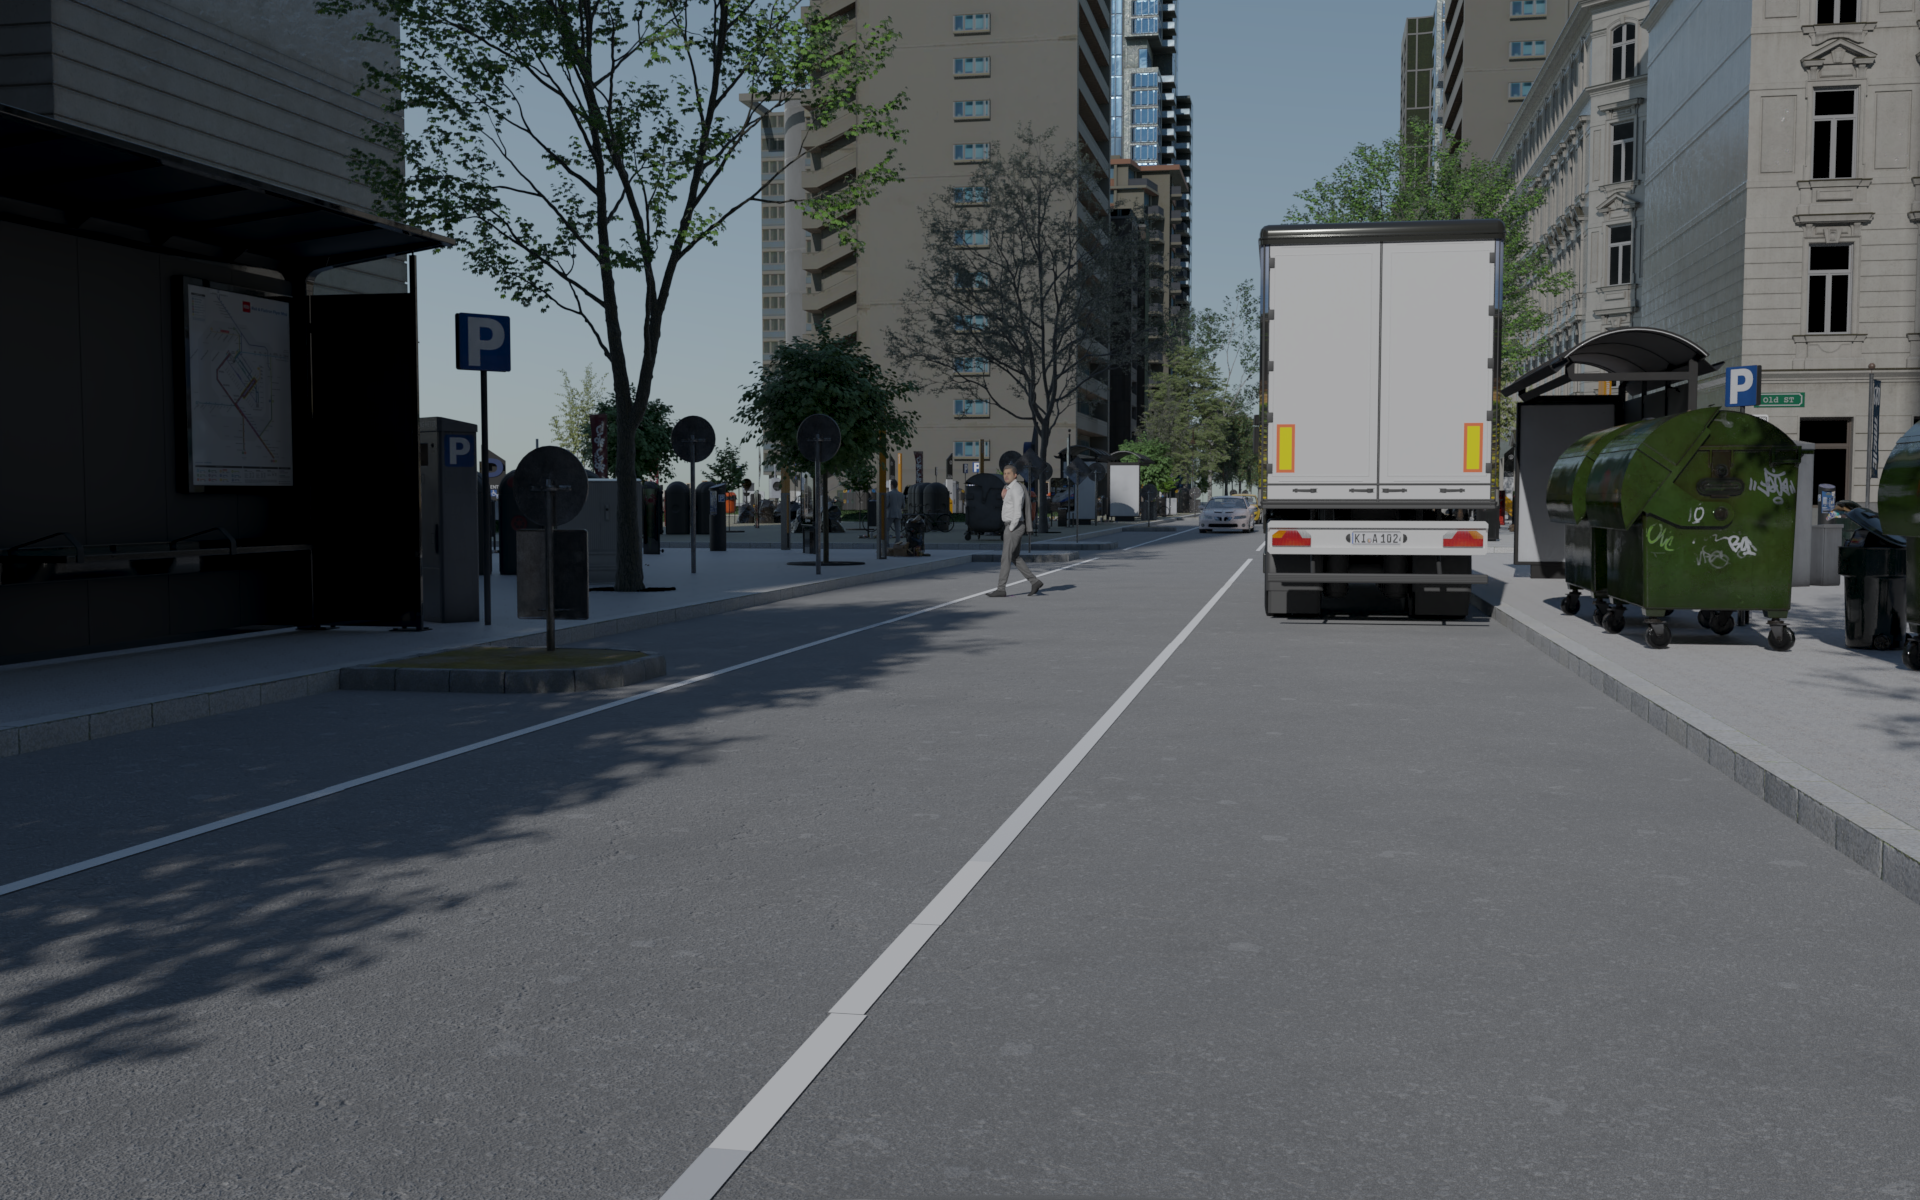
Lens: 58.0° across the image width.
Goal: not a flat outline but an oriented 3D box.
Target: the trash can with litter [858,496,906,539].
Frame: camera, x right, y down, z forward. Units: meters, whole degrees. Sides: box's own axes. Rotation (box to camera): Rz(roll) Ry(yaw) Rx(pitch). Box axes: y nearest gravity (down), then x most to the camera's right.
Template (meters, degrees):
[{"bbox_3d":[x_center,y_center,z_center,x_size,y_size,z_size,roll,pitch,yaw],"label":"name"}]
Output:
[{"bbox_3d":[-2.099,-2.405,50.372,2.233,1.210,1.678,-3,5,-41],"label":"trash can with litter"}]

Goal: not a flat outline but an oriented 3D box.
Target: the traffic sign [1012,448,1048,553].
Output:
[{"bbox_3d":[1.518,-2.085,37.735,0.795,2.450,0.064,1,4,11],"label":"traffic sign"}]

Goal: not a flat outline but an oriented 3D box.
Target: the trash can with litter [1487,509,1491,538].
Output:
[{"bbox_3d":[15.086,-2.369,50.127,0.624,1.170,1.055,-1,4,-17],"label":"trash can with litter"}]

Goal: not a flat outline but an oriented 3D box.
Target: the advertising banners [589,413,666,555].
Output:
[{"bbox_3d":[-7.171,-2.505,37.149,2.074,3.025,0.090,2,4,32],"label":"advertising banners"}]

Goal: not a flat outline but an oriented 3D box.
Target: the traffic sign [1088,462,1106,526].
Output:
[{"bbox_3d":[5.482,-4.265,69.833,0.768,2.556,0.104,1,4,18],"label":"traffic sign"}]

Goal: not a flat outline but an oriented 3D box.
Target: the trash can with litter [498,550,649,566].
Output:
[{"bbox_3d":[-6.782,-1.215,30.916,2.233,1.210,1.678,2,4,32],"label":"trash can with litter"}]

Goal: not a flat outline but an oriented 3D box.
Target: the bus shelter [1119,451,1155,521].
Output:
[{"bbox_3d":[8.150,-5.481,83.530,2.014,3.302,5.546,1,4,11],"label":"bus shelter"}]

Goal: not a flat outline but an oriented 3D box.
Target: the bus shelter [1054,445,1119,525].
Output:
[{"bbox_3d":[5.390,-4.905,74.118,2.014,3.302,5.546,1,4,11],"label":"bus shelter"}]

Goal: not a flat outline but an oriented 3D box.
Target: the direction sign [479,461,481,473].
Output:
[{"bbox_3d":[-33.070,-7.822,119.881,0.379,3.537,0.876,0,4,7],"label":"direction sign"}]

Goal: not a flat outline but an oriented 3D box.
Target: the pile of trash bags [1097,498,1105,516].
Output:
[{"bbox_3d":[6.829,-5.701,102.970,3.447,1.369,1.912,-1,4,-11],"label":"pile of trash bags"}]

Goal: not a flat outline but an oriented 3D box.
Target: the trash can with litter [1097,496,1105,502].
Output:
[{"bbox_3d":[9.078,-6.221,113.104,0.624,1.170,1.055,-2,4,-25],"label":"trash can with litter"}]

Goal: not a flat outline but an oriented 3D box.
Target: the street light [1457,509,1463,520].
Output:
[{"bbox_3d":[10.303,-3.839,35.549,0.468,5.910,1.993,1,4,11],"label":"street light"}]

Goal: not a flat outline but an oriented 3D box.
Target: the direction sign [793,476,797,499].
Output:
[{"bbox_3d":[-9.743,-6.749,102.337,0.379,3.537,0.876,-1,4,-16],"label":"direction sign"}]

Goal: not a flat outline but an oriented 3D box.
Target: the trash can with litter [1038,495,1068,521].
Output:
[{"bbox_3d":[4.189,-4.722,88.264,2.233,1.210,1.678,-2,4,-25],"label":"trash can with litter"}]

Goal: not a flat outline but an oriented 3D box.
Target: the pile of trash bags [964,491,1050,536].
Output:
[{"bbox_3d":[1.524,-2.690,53.734,1.912,1.369,3.447,-2,4,-24],"label":"pile of trash bags"}]

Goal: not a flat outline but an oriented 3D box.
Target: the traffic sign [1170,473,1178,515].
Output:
[{"bbox_3d":[12.535,-6.312,103.204,0.884,2.594,0.081,1,4,19],"label":"traffic sign"}]

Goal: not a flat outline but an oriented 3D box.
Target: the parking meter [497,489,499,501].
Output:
[{"bbox_3d":[-18.677,-3.800,70.546,0.372,1.533,0.369,0,3,0],"label":"parking meter"}]

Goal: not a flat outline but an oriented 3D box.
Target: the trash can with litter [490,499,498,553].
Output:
[{"bbox_3d":[-10.110,-1.633,37.758,2.233,1.210,1.678,2,4,24],"label":"trash can with litter"}]

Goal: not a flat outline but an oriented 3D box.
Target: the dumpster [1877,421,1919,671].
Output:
[{"bbox_3d":[7.279,-0.560,11.645,1.502,2.255,1.985,1,4,11],"label":"dumpster"}]

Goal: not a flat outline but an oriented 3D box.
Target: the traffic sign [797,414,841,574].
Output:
[{"bbox_3d":[-2.263,-1.681,27.595,0.768,2.556,0.104,1,4,20],"label":"traffic sign"}]

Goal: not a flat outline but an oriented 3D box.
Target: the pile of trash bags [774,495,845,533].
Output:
[{"bbox_3d":[-5.042,-2.989,58.621,1.912,1.369,3.447,-1,4,-13],"label":"pile of trash bags"}]

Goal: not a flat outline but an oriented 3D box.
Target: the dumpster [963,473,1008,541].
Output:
[{"bbox_3d":[0.830,-2.595,48.189,1.264,1.857,1.865,1,4,11],"label":"dumpster"}]

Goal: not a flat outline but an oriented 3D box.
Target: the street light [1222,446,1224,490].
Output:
[{"bbox_3d":[25.060,-11.750,164.907,0.468,5.910,1.993,1,4,11],"label":"street light"}]

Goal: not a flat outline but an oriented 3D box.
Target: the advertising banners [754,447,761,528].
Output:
[{"bbox_3d":[-7.609,-4.212,65.048,0.090,3.025,2.074,-1,4,-12],"label":"advertising banners"}]

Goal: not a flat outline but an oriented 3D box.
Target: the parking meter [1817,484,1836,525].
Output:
[{"bbox_3d":[21.143,-2.071,42.276,0.372,1.533,0.369,0,3,0],"label":"parking meter"}]

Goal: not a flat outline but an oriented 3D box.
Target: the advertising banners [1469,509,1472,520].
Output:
[{"bbox_3d":[24.314,-5.484,85.847,2.074,3.025,0.090,2,4,23],"label":"advertising banners"}]

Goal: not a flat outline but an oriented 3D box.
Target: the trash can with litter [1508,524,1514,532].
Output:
[{"bbox_3d":[18.855,-2.879,58.460,0.624,1.170,1.055,-1,4,-14],"label":"trash can with litter"}]

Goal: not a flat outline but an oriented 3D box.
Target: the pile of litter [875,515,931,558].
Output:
[{"bbox_3d":[-1.166,-1.339,35.863,1.176,0.858,1.719,0,4,5],"label":"pile of litter"}]

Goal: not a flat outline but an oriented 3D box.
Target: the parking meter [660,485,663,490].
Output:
[{"bbox_3d":[-18.738,-6.263,108.114,0.399,1.863,0.255,2,4,34],"label":"parking meter"}]

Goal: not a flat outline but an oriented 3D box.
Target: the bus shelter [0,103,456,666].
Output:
[{"bbox_3d":[-6.095,-1.343,13.236,1.731,3.624,6.357,1,4,11],"label":"bus shelter"}]

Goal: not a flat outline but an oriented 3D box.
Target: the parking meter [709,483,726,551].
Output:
[{"bbox_3d":[-5.450,-1.869,38.976,0.372,1.533,0.369,0,3,0],"label":"parking meter"}]

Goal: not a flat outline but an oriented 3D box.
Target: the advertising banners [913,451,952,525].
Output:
[{"bbox_3d":[-1.130,-4.576,71.001,2.074,3.025,0.090,-3,5,-42],"label":"advertising banners"}]

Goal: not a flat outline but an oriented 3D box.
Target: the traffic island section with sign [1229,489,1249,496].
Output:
[{"bbox_3d":[22.738,-8.253,143.567,1.989,1.847,2.006,1,4,11],"label":"traffic island section with sign"}]

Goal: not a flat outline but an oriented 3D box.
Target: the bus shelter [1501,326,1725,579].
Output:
[{"bbox_3d":[8.703,-1.820,23.674,2.014,3.302,5.546,1,4,11],"label":"bus shelter"}]

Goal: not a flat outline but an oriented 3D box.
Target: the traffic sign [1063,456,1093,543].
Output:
[{"bbox_3d":[3.091,-2.564,45.564,0.795,2.450,0.064,1,4,11],"label":"traffic sign"}]

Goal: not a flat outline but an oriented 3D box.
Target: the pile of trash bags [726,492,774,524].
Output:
[{"bbox_3d":[-9.014,-4.030,75.638,1.912,1.369,3.447,3,4,37],"label":"pile of trash bags"}]

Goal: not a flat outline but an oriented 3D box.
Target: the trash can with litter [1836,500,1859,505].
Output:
[{"bbox_3d":[16.736,-1.277,32.259,1.055,1.170,0.624,-1,4,-22],"label":"trash can with litter"}]

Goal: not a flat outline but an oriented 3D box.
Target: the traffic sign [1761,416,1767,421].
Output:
[{"bbox_3d":[10.117,-1.244,22.462,0.606,2.300,0.079,1,4,14],"label":"traffic sign"}]

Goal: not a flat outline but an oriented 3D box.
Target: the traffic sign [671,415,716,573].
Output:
[{"bbox_3d":[-4.326,-1.709,28.049,0.768,2.556,0.104,1,4,12],"label":"traffic sign"}]

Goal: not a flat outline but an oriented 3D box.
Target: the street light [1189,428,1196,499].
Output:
[{"bbox_3d":[16.343,-9.098,121.538,0.468,5.910,1.993,1,4,11],"label":"street light"}]

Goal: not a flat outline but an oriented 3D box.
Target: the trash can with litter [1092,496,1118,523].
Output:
[{"bbox_3d":[6.347,-4.140,78.739,1.678,1.210,2.233,2,4,26],"label":"trash can with litter"}]

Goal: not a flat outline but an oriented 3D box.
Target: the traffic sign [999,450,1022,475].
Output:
[{"bbox_3d":[1.499,-3.087,50.585,0.768,2.556,0.104,1,4,12],"label":"traffic sign"}]

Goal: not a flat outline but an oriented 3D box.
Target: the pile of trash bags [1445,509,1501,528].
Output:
[{"bbox_3d":[19.888,-3.378,64.976,3.447,1.369,1.912,1,4,21],"label":"pile of trash bags"}]

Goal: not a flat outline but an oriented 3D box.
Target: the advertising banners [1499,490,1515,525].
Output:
[{"bbox_3d":[22.202,-4.586,71.162,2.074,3.025,0.090,2,4,34],"label":"advertising banners"}]

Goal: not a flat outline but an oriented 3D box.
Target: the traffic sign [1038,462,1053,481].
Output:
[{"bbox_3d":[3.261,-4.146,67.892,0.768,2.556,0.104,1,4,21],"label":"traffic sign"}]

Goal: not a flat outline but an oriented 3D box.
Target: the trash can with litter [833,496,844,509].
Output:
[{"bbox_3d":[-6.670,-5.316,98.299,1.055,1.170,0.624,2,4,29],"label":"trash can with litter"}]

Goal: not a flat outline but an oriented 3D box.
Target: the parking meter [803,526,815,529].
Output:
[{"bbox_3d":[-4.510,-2.643,51.620,0.372,1.533,0.369,0,3,0],"label":"parking meter"}]

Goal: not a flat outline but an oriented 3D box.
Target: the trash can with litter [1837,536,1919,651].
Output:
[{"bbox_3d":[7.784,-0.172,14.194,0.624,1.170,1.055,-3,4,-37],"label":"trash can with litter"}]
